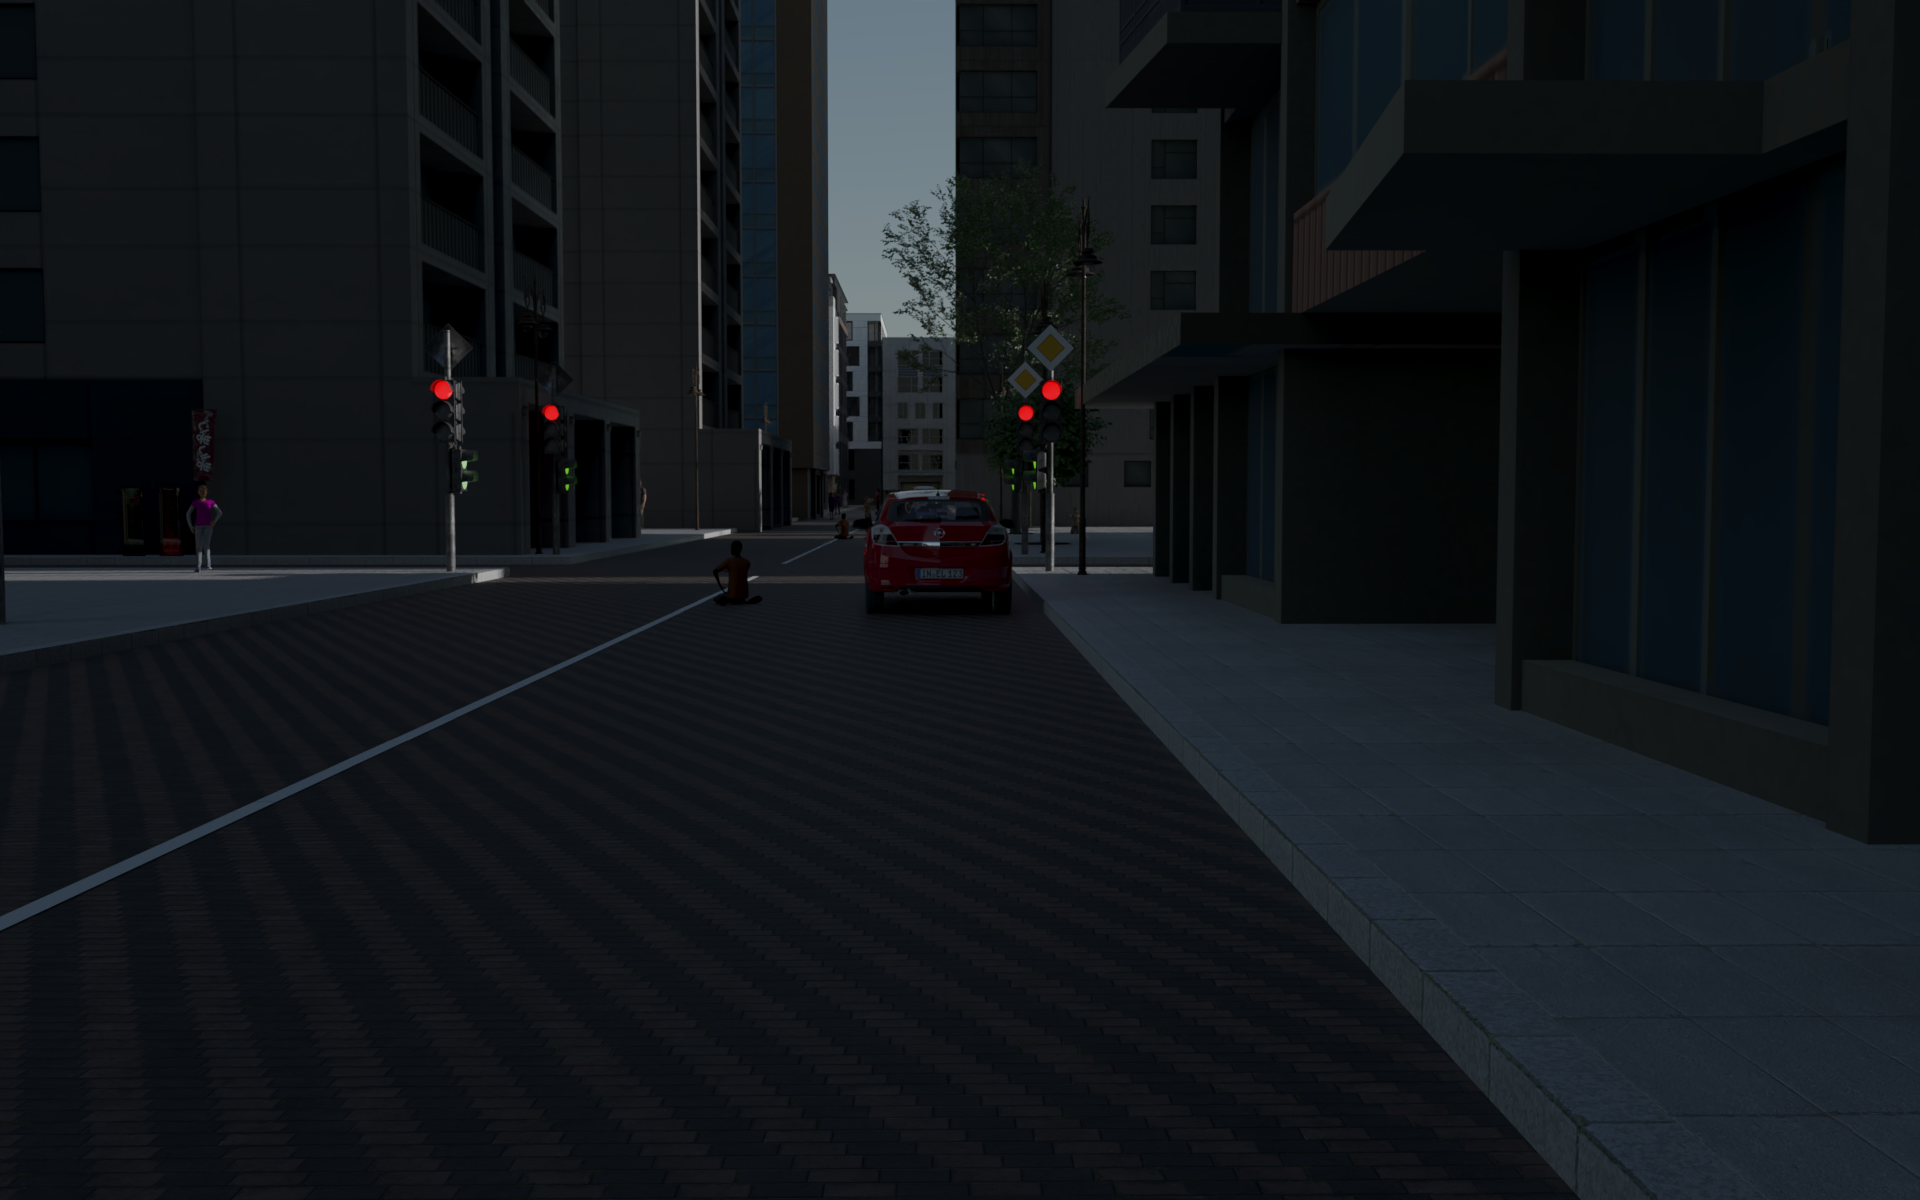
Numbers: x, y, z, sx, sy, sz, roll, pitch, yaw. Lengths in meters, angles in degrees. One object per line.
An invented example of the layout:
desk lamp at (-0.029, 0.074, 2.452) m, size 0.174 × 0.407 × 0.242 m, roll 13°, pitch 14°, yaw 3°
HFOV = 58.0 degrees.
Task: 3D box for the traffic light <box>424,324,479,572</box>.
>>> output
traffic light at (-8.422, -2.427, 28.603) m, size 0.839 × 4.253 × 0.868 m, roll 0°, pitch 4°, yaw -1°

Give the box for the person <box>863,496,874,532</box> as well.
person at (-3.381, -3.191, 64.590) m, size 0.340 × 1.345 × 0.435 m, roll 2°, pitch 4°, yaw 27°

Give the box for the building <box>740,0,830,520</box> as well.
building at (-14.896, -27.464, 99.149) m, size 14.600 × 45.320 × 14.200 m, roll 0°, pitch 4°, yaw -1°

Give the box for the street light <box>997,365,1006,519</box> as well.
street light at (1.474, -5.442, 61.769) m, size 0.468 × 5.910 × 1.993 m, roll 0°, pitch 4°, yaw -1°

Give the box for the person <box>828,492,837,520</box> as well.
person at (-7.124, -5.238, 96.518) m, size 0.453 × 1.535 × 0.546 m, roll 0°, pitch 4°, yaw 3°

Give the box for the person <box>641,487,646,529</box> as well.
person at (-11.764, -3.491, 63.247) m, size 0.598 × 1.807 × 0.434 m, roll 3°, pitch 5°, yaw 40°

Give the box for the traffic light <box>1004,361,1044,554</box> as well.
traffic light at (1.363, -2.925, 36.744) m, size 0.839 × 4.253 × 0.868 m, roll 0°, pitch 4°, yaw -1°

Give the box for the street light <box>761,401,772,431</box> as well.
street light at (-9.651, -6.930, 86.089) m, size 0.468 × 5.910 × 1.993 m, roll 0°, pitch 4°, yaw -1°

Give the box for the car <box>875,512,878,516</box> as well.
car at (-1.324, -2.067, 46.378) m, size 1.945 × 1.354 × 3.894 m, roll 0°, pitch 4°, yaw 0°

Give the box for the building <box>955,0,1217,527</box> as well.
building at (6.795, -18.487, 73.968) m, size 14.160 × 30.474 × 14.107 m, roll 0°, pitch 4°, yaw -1°

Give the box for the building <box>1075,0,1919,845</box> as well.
building at (12.819, -21.944, 13.413) m, size 22.147 × 44.769 × 28.867 m, roll 0°, pitch 4°, yaw -1°

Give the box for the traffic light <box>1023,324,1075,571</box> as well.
traffic light at (1.478, -2.437, 28.760) m, size 0.839 × 4.253 × 0.868 m, roll 0°, pitch 4°, yaw -1°

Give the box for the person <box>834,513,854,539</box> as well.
person at (-3.791, -2.347, 55.166) m, size 0.859 × 0.850 × 0.655 m, roll -3°, pitch 5°, yaw -40°

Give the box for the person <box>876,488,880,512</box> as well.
person at (-5.765, -6.906, 121.357) m, size 0.705 × 1.831 × 1.348 m, roll 0°, pitch 4°, yaw 0°

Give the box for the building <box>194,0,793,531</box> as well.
building at (-17.868, -38.820, 72.957) m, size 20.563 × 71.187 × 20.611 m, roll 0°, pitch 4°, yaw -1°

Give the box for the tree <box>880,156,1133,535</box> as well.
tree at (1.630, -7.895, 54.837) m, size 9.928 × 11.665 × 9.643 m, roll 0°, pitch 3°, yaw 0°

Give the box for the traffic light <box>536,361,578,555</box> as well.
traffic light at (-8.537, -2.915, 36.587) m, size 0.839 × 4.253 × 0.868 m, roll 0°, pitch 4°, yaw -1°

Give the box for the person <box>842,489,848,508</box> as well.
person at (-10.890, -9.650, 164.490) m, size 0.621 × 1.740 × 0.551 m, roll -2°, pitch 4°, yaw -23°

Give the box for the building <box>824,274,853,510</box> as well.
building at (-28.046, -20.207, 174.362) m, size 32.646 × 21.610 × 27.936 m, roll 0°, pitch 4°, yaw -1°

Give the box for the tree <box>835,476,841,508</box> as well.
tree at (-11.785, -10.071, 159.265) m, size 1.663 × 3.219 × 1.824 m, roll 0°, pitch 3°, yaw 0°

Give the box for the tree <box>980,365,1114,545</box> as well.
tree at (2.191, -3.702, 44.238) m, size 4.285 × 4.588 × 4.351 m, roll 0°, pitch 3°, yaw 0°

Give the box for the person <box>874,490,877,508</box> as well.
person at (-8.691, -10.447, 179.179) m, size 0.599 × 1.838 × 0.709 m, roll 2°, pitch 4°, yaw 24°

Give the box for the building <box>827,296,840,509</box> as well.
building at (-18.495, -17.968, 150.199) m, size 16.016 × 20.091 × 11.380 m, roll 0°, pitch 4°, yaw -1°

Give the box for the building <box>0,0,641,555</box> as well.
building at (-19.561, -37.072, 44.372) m, size 20.563 × 71.187 × 20.611 m, roll 0°, pitch 4°, yaw -1°

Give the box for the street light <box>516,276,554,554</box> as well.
street light at (-8.996, -3.917, 36.824) m, size 0.468 × 5.910 × 1.993 m, roll 0°, pitch 4°, yaw -1°

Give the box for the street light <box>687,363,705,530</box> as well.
street light at (-9.345, -5.420, 61.409) m, size 0.468 × 5.910 × 1.993 m, roll 0°, pitch 4°, yaw -1°

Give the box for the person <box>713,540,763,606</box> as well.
person at (-2.998, -0.355, 22.587) m, size 0.859 × 0.850 × 0.655 m, roll -3°, pitch 4°, yaw -36°

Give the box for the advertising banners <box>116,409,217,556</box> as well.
advertising banners at (-16.265, -2.409, 35.569) m, size 2.074 × 3.025 × 0.090 m, roll 0°, pitch 4°, yaw -2°

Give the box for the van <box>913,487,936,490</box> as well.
van at (-1.997, -5.585, 98.322) m, size 2.013 × 2.044 × 4.112 m, roll 0°, pitch 4°, yaw 0°

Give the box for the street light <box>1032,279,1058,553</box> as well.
street light at (1.823, -3.956, 37.467) m, size 0.468 × 5.910 × 1.993 m, roll 0°, pitch 4°, yaw -1°

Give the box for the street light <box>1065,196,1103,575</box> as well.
street light at (1.940, -3.334, 27.293) m, size 0.468 × 5.910 × 1.993 m, roll 0°, pitch 4°, yaw -1°

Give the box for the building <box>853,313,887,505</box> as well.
building at (-25.368, -22.349, 209.380) m, size 32.646 × 21.610 × 27.936 m, roll 0°, pitch 4°, yaw -1°

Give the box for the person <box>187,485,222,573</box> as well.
person at (-12.318, -1.158, 28.215) m, size 0.726 × 1.434 × 0.776 m, roll -1°, pitch 4°, yaw -21°

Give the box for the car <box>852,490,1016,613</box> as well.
car at (-0.322, -0.812, 22.316) m, size 2.155 × 1.783 × 4.494 m, roll 0°, pitch 4°, yaw -2°

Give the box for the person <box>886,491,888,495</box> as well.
person at (-7.513, -10.539, 181.488) m, size 0.721 × 1.739 × 1.217 m, roll 0°, pitch 4°, yaw -6°

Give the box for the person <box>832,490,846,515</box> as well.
person at (-8.303, -6.612, 117.287) m, size 1.217 × 1.739 × 0.721 m, roll 0°, pitch 4°, yaw -1°

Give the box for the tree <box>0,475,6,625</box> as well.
tree at (-10.578, -9.887, 17.538) m, size 12.611 × 20.169 × 13.585 m, roll 0°, pitch 3°, yaw 0°

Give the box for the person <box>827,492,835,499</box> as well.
person at (-10.158, -7.778, 136.449) m, size 0.697 × 1.427 × 0.421 m, roll -3°, pitch 4°, yaw -37°

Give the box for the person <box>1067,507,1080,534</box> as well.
person at (3.665, -2.534, 55.399) m, size 0.347 × 0.859 × 0.695 m, roll 1°, pitch 4°, yaw 17°

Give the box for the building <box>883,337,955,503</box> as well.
building at (6.929, -20.631, 203.781) m, size 31.486 × 18.905 × 16.747 m, roll 0°, pitch 4°, yaw -1°
